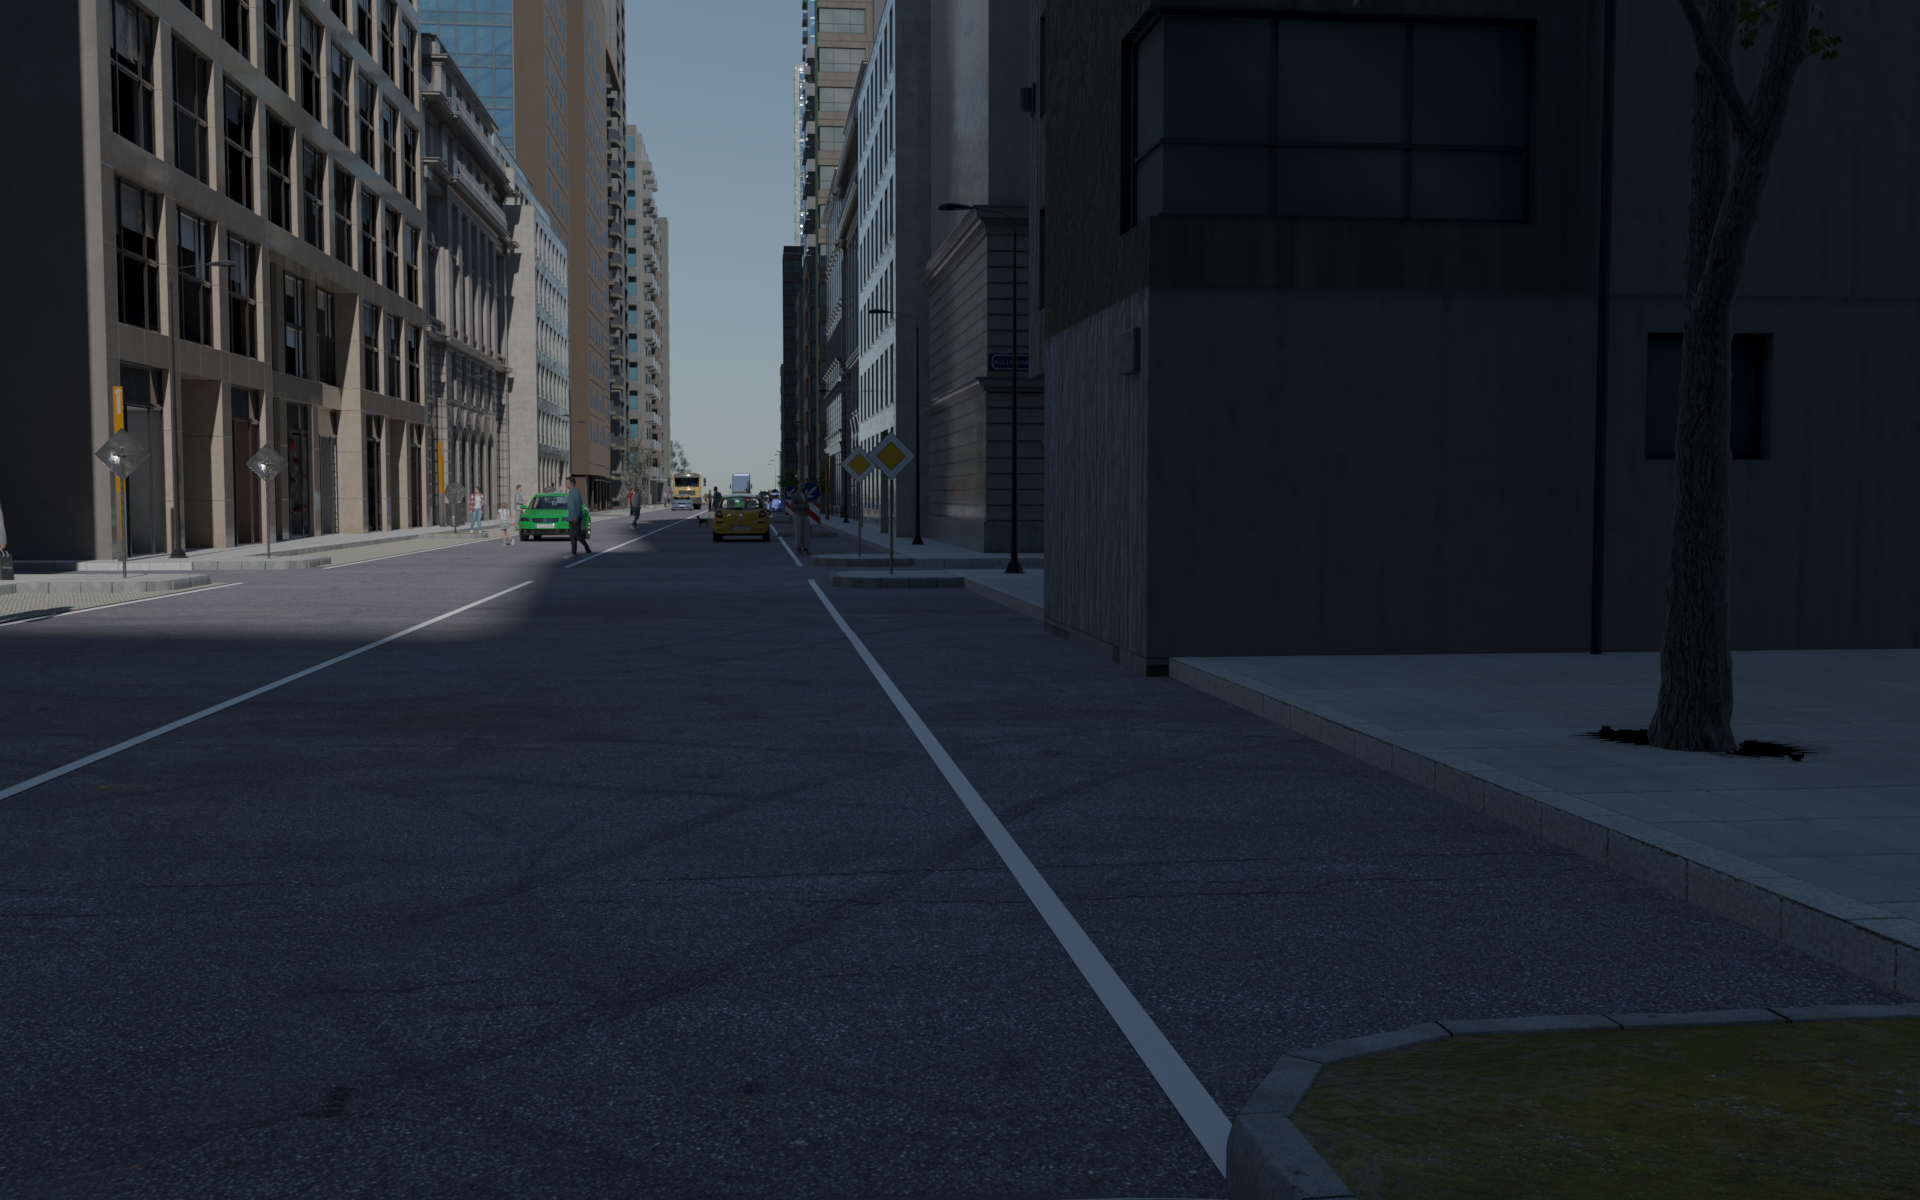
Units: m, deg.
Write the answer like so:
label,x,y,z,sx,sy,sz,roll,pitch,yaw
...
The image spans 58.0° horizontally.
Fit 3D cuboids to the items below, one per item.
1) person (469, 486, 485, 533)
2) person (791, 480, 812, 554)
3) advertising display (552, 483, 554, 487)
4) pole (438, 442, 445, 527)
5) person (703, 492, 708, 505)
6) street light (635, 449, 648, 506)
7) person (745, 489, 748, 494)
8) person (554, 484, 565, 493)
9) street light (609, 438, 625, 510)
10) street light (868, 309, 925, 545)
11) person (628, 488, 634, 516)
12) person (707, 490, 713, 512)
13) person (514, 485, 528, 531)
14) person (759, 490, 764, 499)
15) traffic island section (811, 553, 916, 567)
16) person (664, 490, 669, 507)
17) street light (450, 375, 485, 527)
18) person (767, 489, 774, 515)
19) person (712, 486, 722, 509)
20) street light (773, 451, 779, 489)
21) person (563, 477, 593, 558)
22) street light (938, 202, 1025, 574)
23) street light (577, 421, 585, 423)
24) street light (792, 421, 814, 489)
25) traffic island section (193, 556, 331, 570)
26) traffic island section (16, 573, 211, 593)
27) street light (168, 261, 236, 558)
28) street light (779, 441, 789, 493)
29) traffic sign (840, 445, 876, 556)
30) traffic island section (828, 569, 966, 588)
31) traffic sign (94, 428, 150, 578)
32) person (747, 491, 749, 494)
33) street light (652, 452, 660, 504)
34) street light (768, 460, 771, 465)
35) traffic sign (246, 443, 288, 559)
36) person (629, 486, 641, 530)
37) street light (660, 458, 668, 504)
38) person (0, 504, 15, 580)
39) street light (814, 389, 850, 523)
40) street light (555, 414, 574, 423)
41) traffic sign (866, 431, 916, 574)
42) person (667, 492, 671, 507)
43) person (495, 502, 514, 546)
label,x,y,z,sx,sy,sz,roll,pitch,yaw
person,-17.641,-3.298,63.261,0.563,1.720,0.643,-2,4,-27
person,-3.757,-1.966,41.197,0.519,1.759,0.362,-3,5,-43
advertising display,-22.899,-5.642,97.457,0.123,1.923,0.974,-1,4,-15
pole,-20.129,-4.489,67.245,0.158,3.312,0.155,0,3,0
person,-33.488,-13.400,228.147,0.990,1.755,0.434,2,4,28
street light,-32.617,-12.515,177.158,1.470,5.913,1.316,0,4,-7
person,-16.506,-7.645,133.455,0.705,1.831,1.348,-2,4,-27
person,-16.692,-3.916,72.394,0.638,1.841,0.748,0,4,4
street light,-28.504,-10.483,143.933,1.470,5.913,1.316,0,4,-7
street light,-1.607,-4.349,43.648,1.470,5.913,1.316,0,4,-7
person,-21.092,-6.308,111.573,0.705,1.831,1.348,1,4,15
person,-20.486,-8.165,142.128,0.705,1.807,1.348,1,4,13
person,-17.009,-3.575,67.147,0.583,1.804,0.606,-1,4,-18
person,-21.357,-10.882,186.285,0.599,1.838,0.709,2,4,27
traffic island section,-2.048,-0.821,35.705,2.009,0.180,2.903,0,4,-7
person,-31.113,-10.732,183.832,0.599,1.838,0.709,0,4,5
street light,-19.267,-5.824,67.766,1.470,5.913,1.316,0,4,-7
person,-12.672,-6.571,116.465,0.721,1.766,1.217,-1,4,-14
person,-11.639,-4.548,82.958,0.391,1.810,0.635,1,4,17
street light,-19.052,-13.077,186.350,1.470,5.913,1.316,0,4,-7
person,-8.562,-1.852,38.792,0.620,1.820,0.660,-2,4,-32
street light,0.341,-3.381,27.825,1.470,5.913,1.316,0,4,-7
street light,-24.441,-8.399,109.862,1.470,5.913,1.316,0,4,-7
street light,-9.825,-8.429,110.349,1.470,5.913,1.316,0,4,-7
traffic island section,-13.704,-0.734,34.289,2.009,0.180,2.903,0,4,-7
traffic island section,-12.734,-0.250,26.363,2.009,0.180,2.903,0,4,-7
street light,-15.106,-3.792,34.547,1.470,5.913,1.316,0,4,-7
street light,-14.937,-11.024,152.787,1.470,5.913,1.316,0,4,-7
traffic sign,-2.071,-1.956,35.625,0.795,2.450,0.064,0,4,-7
traffic island section,-1.078,-0.336,27.779,2.009,0.180,2.903,0,4,-7
traffic sign,-12.711,-1.386,26.304,0.795,2.450,0.064,0,4,-7
person,-22.192,-10.494,180.809,0.721,1.736,1.217,2,4,35
street light,-34.472,-13.447,192.402,1.470,5.913,1.316,0,4,-7
street light,-25.074,-16.092,235.651,1.470,5.913,1.316,0,4,-7
traffic sign,-13.681,-1.871,34.231,0.795,2.450,0.064,0,4,-7
person,-12.838,-3.626,68.463,0.731,1.740,0.598,3,4,39
street light,-38.575,-15.479,225.628,1.470,5.913,1.316,0,4,-7
person,-10.495,-0.607,18.611,0.709,1.800,0.728,-1,4,-11
street light,-5.611,-6.382,76.887,1.470,5.913,1.316,0,4,-7
street light,-23.368,-7.856,100.993,1.470,5.913,1.316,0,4,-7
traffic sign,-1.101,-1.471,27.699,0.795,2.450,0.064,0,4,-7
person,-33.167,-11.481,197.006,0.721,1.735,1.217,-3,4,-36
person,-12.635,-2.110,48.008,0.382,1.210,0.505,3,5,40
